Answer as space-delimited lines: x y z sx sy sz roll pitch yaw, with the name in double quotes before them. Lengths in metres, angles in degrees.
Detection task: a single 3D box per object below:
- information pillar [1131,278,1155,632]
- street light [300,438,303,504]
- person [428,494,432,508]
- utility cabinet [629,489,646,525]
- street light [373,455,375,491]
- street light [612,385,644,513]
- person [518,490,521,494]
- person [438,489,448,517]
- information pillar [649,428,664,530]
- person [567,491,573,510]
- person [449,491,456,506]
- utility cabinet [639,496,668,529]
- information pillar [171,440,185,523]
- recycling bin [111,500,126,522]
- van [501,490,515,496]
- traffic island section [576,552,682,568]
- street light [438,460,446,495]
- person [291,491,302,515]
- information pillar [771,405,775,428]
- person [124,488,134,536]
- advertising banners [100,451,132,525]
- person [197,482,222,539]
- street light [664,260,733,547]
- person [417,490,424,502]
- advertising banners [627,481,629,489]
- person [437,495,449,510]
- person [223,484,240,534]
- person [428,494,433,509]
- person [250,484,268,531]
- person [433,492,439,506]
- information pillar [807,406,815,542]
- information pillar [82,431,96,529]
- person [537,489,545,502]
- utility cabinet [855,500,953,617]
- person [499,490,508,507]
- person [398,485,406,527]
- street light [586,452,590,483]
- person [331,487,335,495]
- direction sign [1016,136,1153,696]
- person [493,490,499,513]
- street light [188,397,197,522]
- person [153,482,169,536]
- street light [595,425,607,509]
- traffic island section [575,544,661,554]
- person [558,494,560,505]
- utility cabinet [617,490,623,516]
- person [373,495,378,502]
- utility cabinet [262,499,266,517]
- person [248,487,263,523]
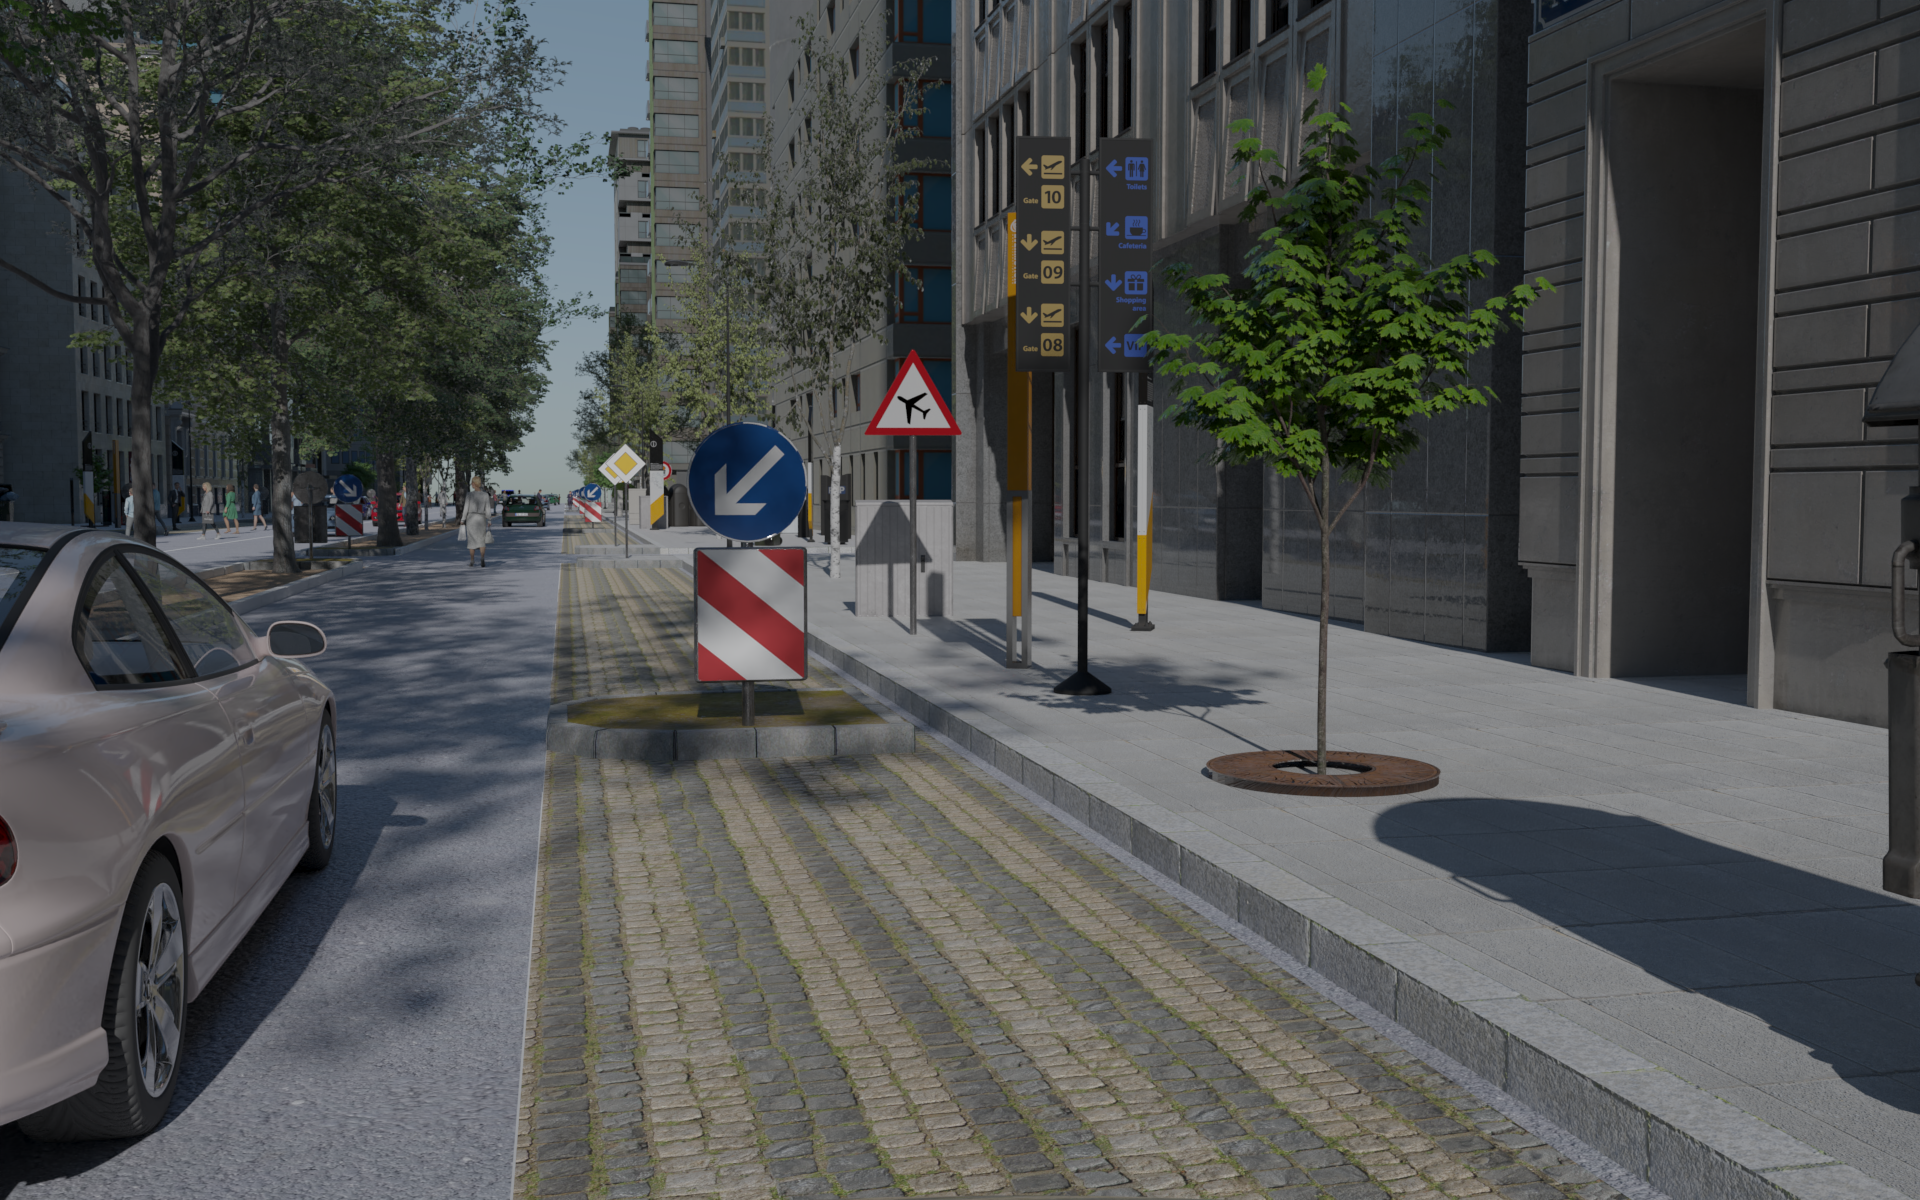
"information pillar" 1.747 -1.527 16.314 0.183 3.616 0.504 1 4 13
"street light" -42.594 -8.620 113.477 1.470 5.913 1.316 -1 4 -13
"person" -56.050 -10.464 182.778 0.628 1.438 0.799 -1 4 -9
"utility cabinet" -13.139 -3.869 71.931 1.173 1.500 0.318 0 4 0
"street light" -52.109 -11.195 155.585 1.470 5.913 1.316 -1 4 -13
"street light" -14.053 -6.189 73.725 1.470 5.913 1.316 -1 4 -13
"person" -29.718 -6.584 116.965 1.217 1.723 0.721 0 4 2
"person" -32.863 -6.193 110.025 0.678 1.792 0.850 0 4 -2
"information pillar" -10.811 -4.300 61.657 0.504 3.616 0.183 -1 4 -10
"person" -33.522 -8.532 148.909 0.541 1.710 0.530 -2 4 -34
"person" -62.270 -12.533 213.371 1.348 1.831 0.705 -1 4 -23
"utility cabinet" -11.352 -3.242 64.169 1.020 1.237 0.306 -1 4 -22
"information pillar" -34.186 -5.160 75.724 0.504 3.616 0.183 0 4 -5
"recycling bin" -38.169 -4.055 78.848 0.722 1.027 0.722 3 5 39
"van" -62.716 -14.435 240.399 2.240 2.365 5.245 -1 4 -11
"traffic island section" -6.642 -0.756 34.645 2.009 0.180 2.903 -1 4 -13
"street light" -70.444 -16.104 235.842 1.470 5.913 1.316 -1 4 -13
"person" -27.111 -3.797 70.673 0.616 1.811 0.778 -2 4 -28
"information pillar" -4.923 -3.325 45.724 0.183 3.616 0.504 -1 4 -11
"person" -23.425 -2.371 49.076 0.589 1.601 0.330 -3 5 -42
"advertising banners" -34.334 -4.561 70.763 2.074 3.025 0.090 1 4 21
"person" -23.660 -2.808 54.596 0.728 1.800 0.709 -3 4 -39
"street light" -5.173 -3.797 34.629 1.470 5.913 1.316 -1 4 -13
"person" -47.274 -8.738 151.396 1.348 1.821 0.705 1 4 14
"advertising banners" -17.460 -5.862 92.027 0.090 3.025 2.074 -2 4 -24
"person" -38.461 -7.316 128.944 1.217 1.723 0.721 2 4 29
"person" -26.272 -3.282 62.410 0.529 1.795 0.600 0 4 -8
"person" -52.460 -9.767 171.442 1.065 1.426 0.557 -3 4 -36
"person" -27.496 -3.629 67.856 0.654 1.822 0.581 1 4 10
"person" -62.000 -11.998 205.391 1.217 1.736 0.721 1 4 17
"information pillar" -3.963 -3.338 45.926 0.183 3.616 0.504 0 3 0
"information pillar" -32.204 -4.442 63.989 0.183 3.616 0.504 0 4 7
"person" -28.864 -6.752 119.351 0.568 1.767 0.683 -1 4 -12
"utility cabinet" -0.590 -0.433 18.235 1.020 1.237 0.306 0 4 -5
"person" -34.745 -7.528 132.368 0.721 1.735 1.217 3 4 37
"person" -23.974 -4.072 74.984 0.656 1.842 0.836 -1 4 -23
"street light" -30.877 -10.718 147.783 1.470 5.913 1.316 -1 4 -13
"person" -26.078 -3.850 72.206 0.466 1.731 0.760 1 4 16
"direction sign" 0.792 -1.168 11.094 0.876 3.537 0.379 0 4 -6
"person" -34.217 -7.249 127.734 0.721 1.743 1.217 -2 4 -29
"street light" -35.014 -6.579 80.100 1.470 5.913 1.316 -1 4 -13
"person" -27.547 -3.118 59.339 0.748 1.841 0.638 0 4 7
"street light" -23.591 -8.743 115.492 1.470 5.913 1.316 -1 4 -13
"traffic island section" -8.414 -1.232 42.432 2.009 0.180 2.903 -1 4 -13
"person" -53.858 -13.514 232.717 0.557 1.426 1.065 -1 4 -10
"utility cabinet" -19.314 -5.488 98.403 0.318 1.500 1.173 -1 4 -13
"person" -47.983 -8.121 141.968 0.721 1.739 1.217 1 4 8
"utility cabinet" -39.297 -5.421 97.314 0.318 1.500 1.173 -2 4 -35
"person" -34.640 -4.687 85.233 0.694 1.812 0.767 0 4 -4
